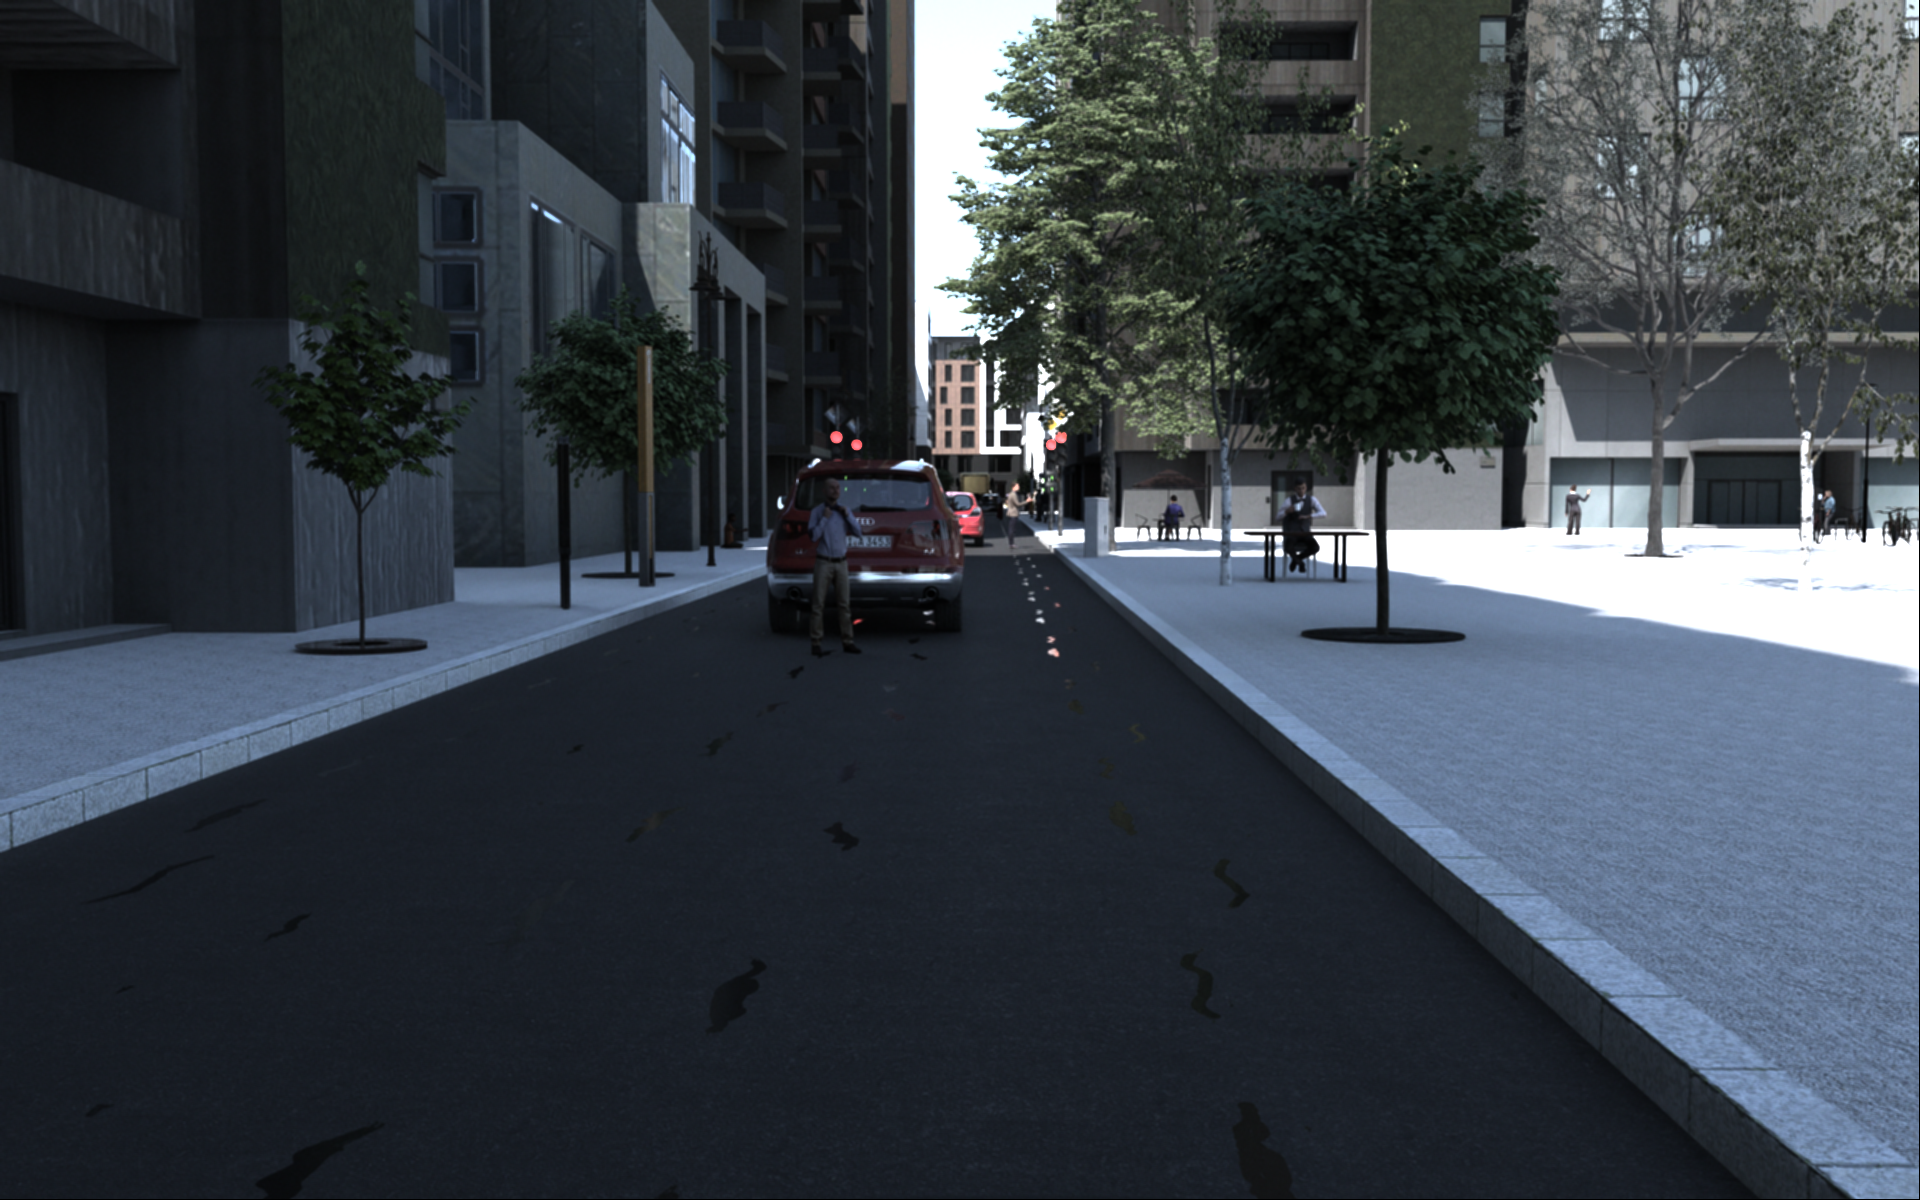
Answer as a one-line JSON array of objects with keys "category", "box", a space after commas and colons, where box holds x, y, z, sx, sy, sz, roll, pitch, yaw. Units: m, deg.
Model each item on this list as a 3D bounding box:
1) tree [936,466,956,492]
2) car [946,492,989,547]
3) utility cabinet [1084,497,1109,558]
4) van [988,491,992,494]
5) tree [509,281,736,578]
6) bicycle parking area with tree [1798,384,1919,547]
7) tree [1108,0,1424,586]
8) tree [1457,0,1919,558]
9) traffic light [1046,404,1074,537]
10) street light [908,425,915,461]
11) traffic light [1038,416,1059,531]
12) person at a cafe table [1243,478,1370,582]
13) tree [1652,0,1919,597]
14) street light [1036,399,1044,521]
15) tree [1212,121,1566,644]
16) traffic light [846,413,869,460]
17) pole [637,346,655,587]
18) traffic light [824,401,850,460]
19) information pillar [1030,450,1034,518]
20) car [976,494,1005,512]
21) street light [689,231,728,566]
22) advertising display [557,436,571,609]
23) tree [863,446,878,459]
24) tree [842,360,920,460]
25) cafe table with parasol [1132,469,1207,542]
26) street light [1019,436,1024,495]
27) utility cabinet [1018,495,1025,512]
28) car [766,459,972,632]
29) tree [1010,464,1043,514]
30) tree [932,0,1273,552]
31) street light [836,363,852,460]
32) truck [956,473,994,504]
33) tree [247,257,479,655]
[{"category": "tree", "box": [-2.022, -13.227, 199.977, 4.285, 4.588, 4.351, 0, 3, 0]}, {"category": "car", "box": [-0.244, -2.403, 48.324, 2.155, 1.783, 4.494, 0, 4, 0]}, {"category": "utility cabinet", "box": [2.793, -1.478, 35.323, 0.306, 1.237, 1.020, 1, 4, 18]}, {"category": "van", "box": [3.014, -11.973, 202.776, 2.013, 2.044, 4.112, 0, 3, 0]}, {"category": "tree", "box": [-5.231, -2.646, 26.982, 4.285, 4.588, 4.351, 0, 3, 0]}, {"category": "bicycle parking area with tree", "box": [25.896, -3.474, 43.810, 9.016, 4.147, 8.231, -3, 5, -41]}, {"category": "tree", "box": [3.829, -4.493, 23.821, 4.737, 8.622, 4.395, 0, 3, 0]}, {"category": "tree", "box": [14.213, -7.610, 34.794, 12.009, 13.543, 11.850, 0, 3, 0]}, {"category": "traffic light", "box": [3.006, -3.863, 52.088, 0.839, 4.253, 0.868, 0, 4, 1]}, {"category": "street light", "box": [-3.132, -8.591, 113.246, 0.468, 5.910, 1.993, 0, 4, 1]}, {"category": "traffic light", "box": [3.138, -4.352, 60.072, 0.839, 4.253, 0.868, 0, 4, 1]}, {"category": "person at a cafe table", "box": [5.096, -1.056, 25.788, 1.698, 1.524, 1.622, 0, 4, 3]}, {"category": "tree", "box": [10.487, -4.327, 21.115, 4.360, 8.622, 3.978, 0, 3, 0]}, {"category": "street light", "box": [3.865, -6.732, 82.860, 0.468, 5.910, 1.993, 0, 4, 1]}, {"category": "tree", "box": [3.839, -1.944, 15.495, 4.285, 4.588, 4.351, 0, 3, 0]}, {"category": "traffic light", "box": [-3.543, -4.357, 60.165, 0.839, 4.253, 0.868, 0, 4, 1]}, {"category": "pole", "box": [-4.343, -1.841, 23.943, 0.158, 3.312, 0.155, 0, 3, 0]}, {"category": "traffic light", "box": [-3.674, -3.869, 52.181, 0.839, 4.253, 0.868, 0, 4, 1]}, {"category": "information pillar", "box": [3.859, -6.198, 92.685, 0.183, 3.616, 0.504, 0, 4, -7]}, {"category": "car", "box": [2.156, -6.817, 121.243, 2.009, 1.686, 4.222, 0, 4, 1]}, {"category": "street light", "box": [-4.434, -3.542, 30.707, 0.468, 5.910, 1.993, 0, 4, 1]}, {"category": "advertising display", "box": [-4.490, -0.882, 19.642, 0.123, 1.923, 0.974, -1, 4, -14]}, {"category": "tree", "box": [-3.700, -4.605, 69.892, 1.663, 3.219, 1.824, 0, 3, 0]}, {"category": "tree", "box": [-4.276, -8.814, 94.470, 4.360, 8.622, 3.978, 0, 3, 0]}, {"category": "cafe table with parasol", "box": [5.732, -2.611, 47.560, 2.610, 1.966, 2.610, -2, 4, -32]}, {"category": "street light", "box": [4.757, -9.912, 134.851, 0.468, 5.910, 1.993, 0, 4, 1]}, {"category": "utility cabinet", "box": [4.281, -6.812, 122.540, 0.306, 1.237, 1.020, -1, 4, -17]}, {"category": "car", "box": [-0.992, -0.667, 19.584, 2.281, 1.827, 5.304, 0, 4, -1]}, {"category": "tree", "box": [4.283, -7.126, 111.112, 1.663, 3.219, 1.824, 0, 3, 0]}, {"category": "tree", "box": [2.946, -7.355, 38.382, 7.486, 12.596, 7.792, 0, 3, 0]}, {"category": "street light", "box": [-4.073, -5.398, 61.053, 0.468, 5.910, 1.993, 0, 4, 1]}, {"category": "truck", "box": [1.337, -9.765, 155.576, 3.469, 3.379, 9.791, 0, 4, 0]}, {"category": "tree", "box": [-4.804, -1.201, 14.240, 1.663, 3.219, 1.824, 0, 3, 0]}]
